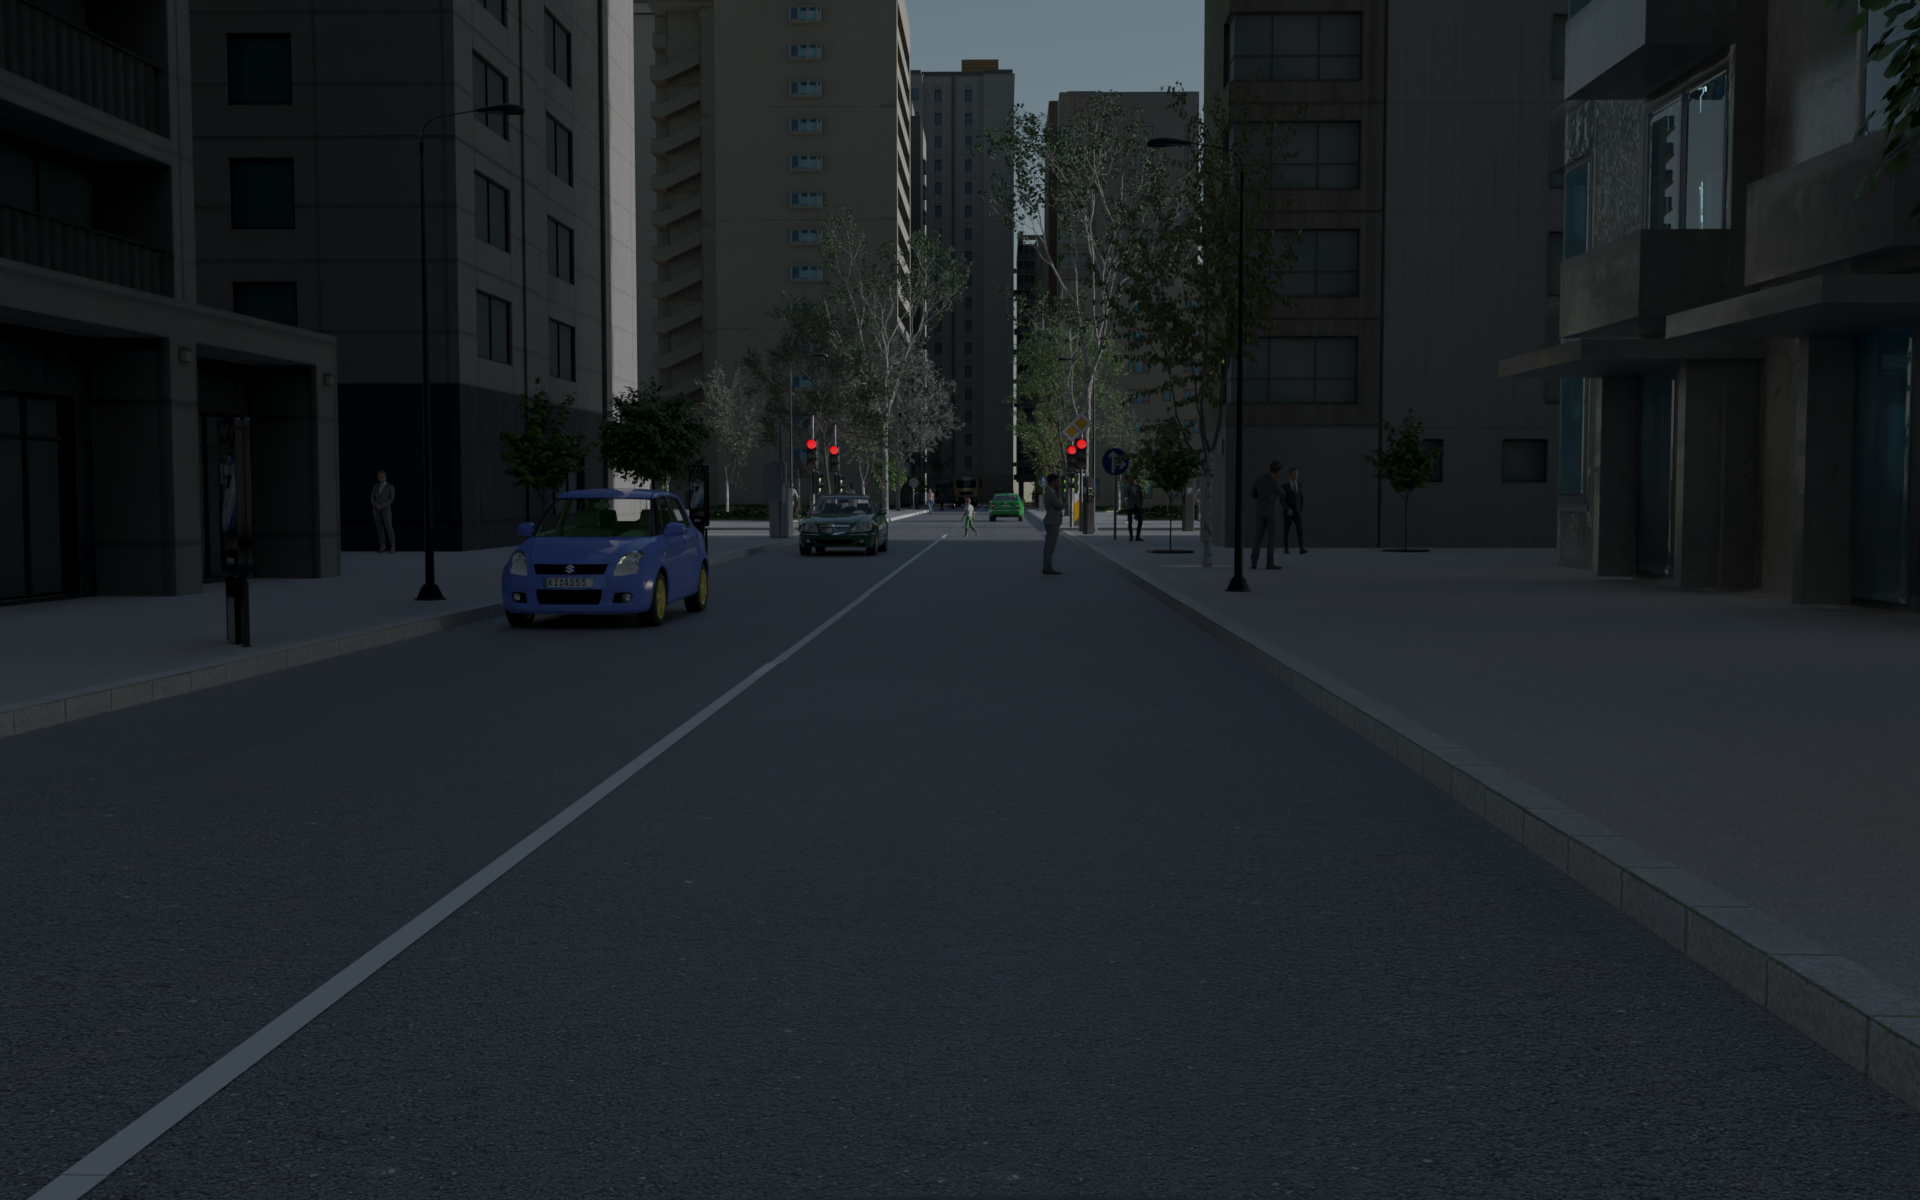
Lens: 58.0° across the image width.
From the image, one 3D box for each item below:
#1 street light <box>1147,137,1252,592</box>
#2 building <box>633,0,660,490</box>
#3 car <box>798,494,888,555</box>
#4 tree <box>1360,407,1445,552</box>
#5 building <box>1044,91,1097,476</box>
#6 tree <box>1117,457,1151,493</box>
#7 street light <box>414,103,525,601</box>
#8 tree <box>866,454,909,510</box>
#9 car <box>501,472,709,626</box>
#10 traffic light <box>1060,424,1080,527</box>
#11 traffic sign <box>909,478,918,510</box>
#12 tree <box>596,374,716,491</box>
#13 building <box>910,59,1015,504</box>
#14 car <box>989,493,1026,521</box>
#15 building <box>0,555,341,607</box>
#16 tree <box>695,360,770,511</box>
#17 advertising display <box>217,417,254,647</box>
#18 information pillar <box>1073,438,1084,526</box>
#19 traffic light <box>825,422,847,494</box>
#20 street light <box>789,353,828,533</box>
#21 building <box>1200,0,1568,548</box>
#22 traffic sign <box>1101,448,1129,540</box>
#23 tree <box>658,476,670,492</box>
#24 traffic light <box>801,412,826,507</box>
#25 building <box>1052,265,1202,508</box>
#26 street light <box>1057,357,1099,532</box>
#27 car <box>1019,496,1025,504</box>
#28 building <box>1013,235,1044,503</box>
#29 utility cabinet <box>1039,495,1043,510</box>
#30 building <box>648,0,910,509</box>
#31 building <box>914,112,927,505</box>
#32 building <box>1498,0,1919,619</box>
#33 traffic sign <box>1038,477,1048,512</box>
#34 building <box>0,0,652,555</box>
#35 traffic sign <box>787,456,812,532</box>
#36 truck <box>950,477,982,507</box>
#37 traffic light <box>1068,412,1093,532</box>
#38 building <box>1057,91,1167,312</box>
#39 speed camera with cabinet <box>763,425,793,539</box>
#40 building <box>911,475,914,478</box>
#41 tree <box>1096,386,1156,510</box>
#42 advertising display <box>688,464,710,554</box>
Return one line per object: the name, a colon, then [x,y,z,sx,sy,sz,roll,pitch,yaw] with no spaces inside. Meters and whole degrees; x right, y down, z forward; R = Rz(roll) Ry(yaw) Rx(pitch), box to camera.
street light: [3.130,-3.068,22.695,1.470,5.913,1.316,0,4,1]
building: [-39.888,-40.607,205.919,28.212,58.520,21.231,0,4,1]
car: [-2.778,-1.846,41.982,2.131,1.459,4.920,0,4,2]
tree: [9.978,-2.677,38.365,1.663,3.219,1.824,0,3,0]
building: [16.581,-33.237,193.532,14.600,45.320,14.200,0,4,1]
tree: [14.442,-9.557,139.977,4.285,4.588,4.351,0,3,0]
street light: [-5.874,-2.950,20.771,1.470,5.913,1.316,0,4,1]
tree: [-5.827,-9.520,139.365,4.285,4.588,4.351,0,3,0]
car: [-4.012,-0.631,19.901,1.945,1.707,3.694,0,4,3]
traffic light: [4.310,-4.787,67.186,0.839,4.253,0.868,0,4,1]
traffic sign: [-3.683,-8.390,137.283,0.768,2.556,0.104,1,4,9]
tree: [-8.430,-3.904,47.544,4.285,4.588,4.351,0,3,0]
building: [-6.667,-42.606,238.606,28.212,58.520,21.231,0,4,1]
car: [2.498,-5.095,92.104,1.959,1.807,4.718,0,4,3]
building: [-20.002,-35.623,20.688,20.563,71.187,20.611,0,4,1]
tree: [-12.678,-8.901,95.890,4.360,8.622,3.978,0,3,0]
advertising display: [-6.209,-0.589,14.844,0.123,1.923,0.974,-2,4,-31]
information pillar: [4.752,-4.775,69.421,0.504,3.616,0.183,-2,4,-29]
traffic light: [-4.850,-4.799,67.387,0.839,4.253,0.868,0,4,1]
street light: [-5.058,-5.184,57.295,1.470,5.913,1.316,0,4,1]
building: [13.506,-22.216,46.828,14.154,41.232,14.086,0,4,1]
traffic sign: [4.303,-2.929,47.994,0.768,2.556,0.104,0,4,8]
tree: [-22.909,-11.234,134.038,4.737,8.622,4.395,0,3,0]
traffic light: [-5.039,-4.311,59.404,0.839,4.253,0.868,0,4,1]
building: [22.724,-19.166,158.411,27.650,21.520,28.899,0,4,1]
street light: [4.003,-5.280,58.876,1.470,5.913,1.316,0,4,1]
car: [3.668,-6.970,125.757,2.131,1.459,4.920,0,4,3]
building: [19.529,-33.696,242.810,23.993,40.220,32.217,0,4,1]
utility cabinet: [6.560,-7.931,140.825,0.306,1.237,1.020,0,4,-1]
building: [-15.578,-32.406,153.536,21.300,48.544,21.600,0,4,1]
building: [-14.973,-35.632,206.288,21.600,48.544,21.300,0,4,1]
building: [19.788,-24.257,16.218,23.786,49.044,30.456,0,4,1]
traffic sign: [6.107,-7.730,126.484,0.768,2.556,0.104,0,4,3]
building: [-21.014,-37.224,46.867,20.611,71.187,20.563,0,4,1]
traffic sign: [-5.429,-3.571,58.397,0.884,2.594,0.081,1,4,10]
truck: [0.687,-12.141,194.431,3.469,3.379,9.791,0,3,0]
traffic light: [4.120,-4.299,59.203,0.839,4.253,0.868,0,4,1]
building: [17.021,-30.332,179.526,14.154,41.232,14.086,0,4,1]
speed camera with cabinet: [-5.309,-3.439,50.556,0.660,3.252,2.038,0,4,2]
building: [-16.725,-34.246,179.534,23.786,49.044,30.456,0,4,1]
tree: [10.920,-10.217,117.405,4.360,8.622,3.978,0,3,0]
advertising display: [-5.652,-1.976,37.524,0.123,1.923,0.974,-2,4,-29]
